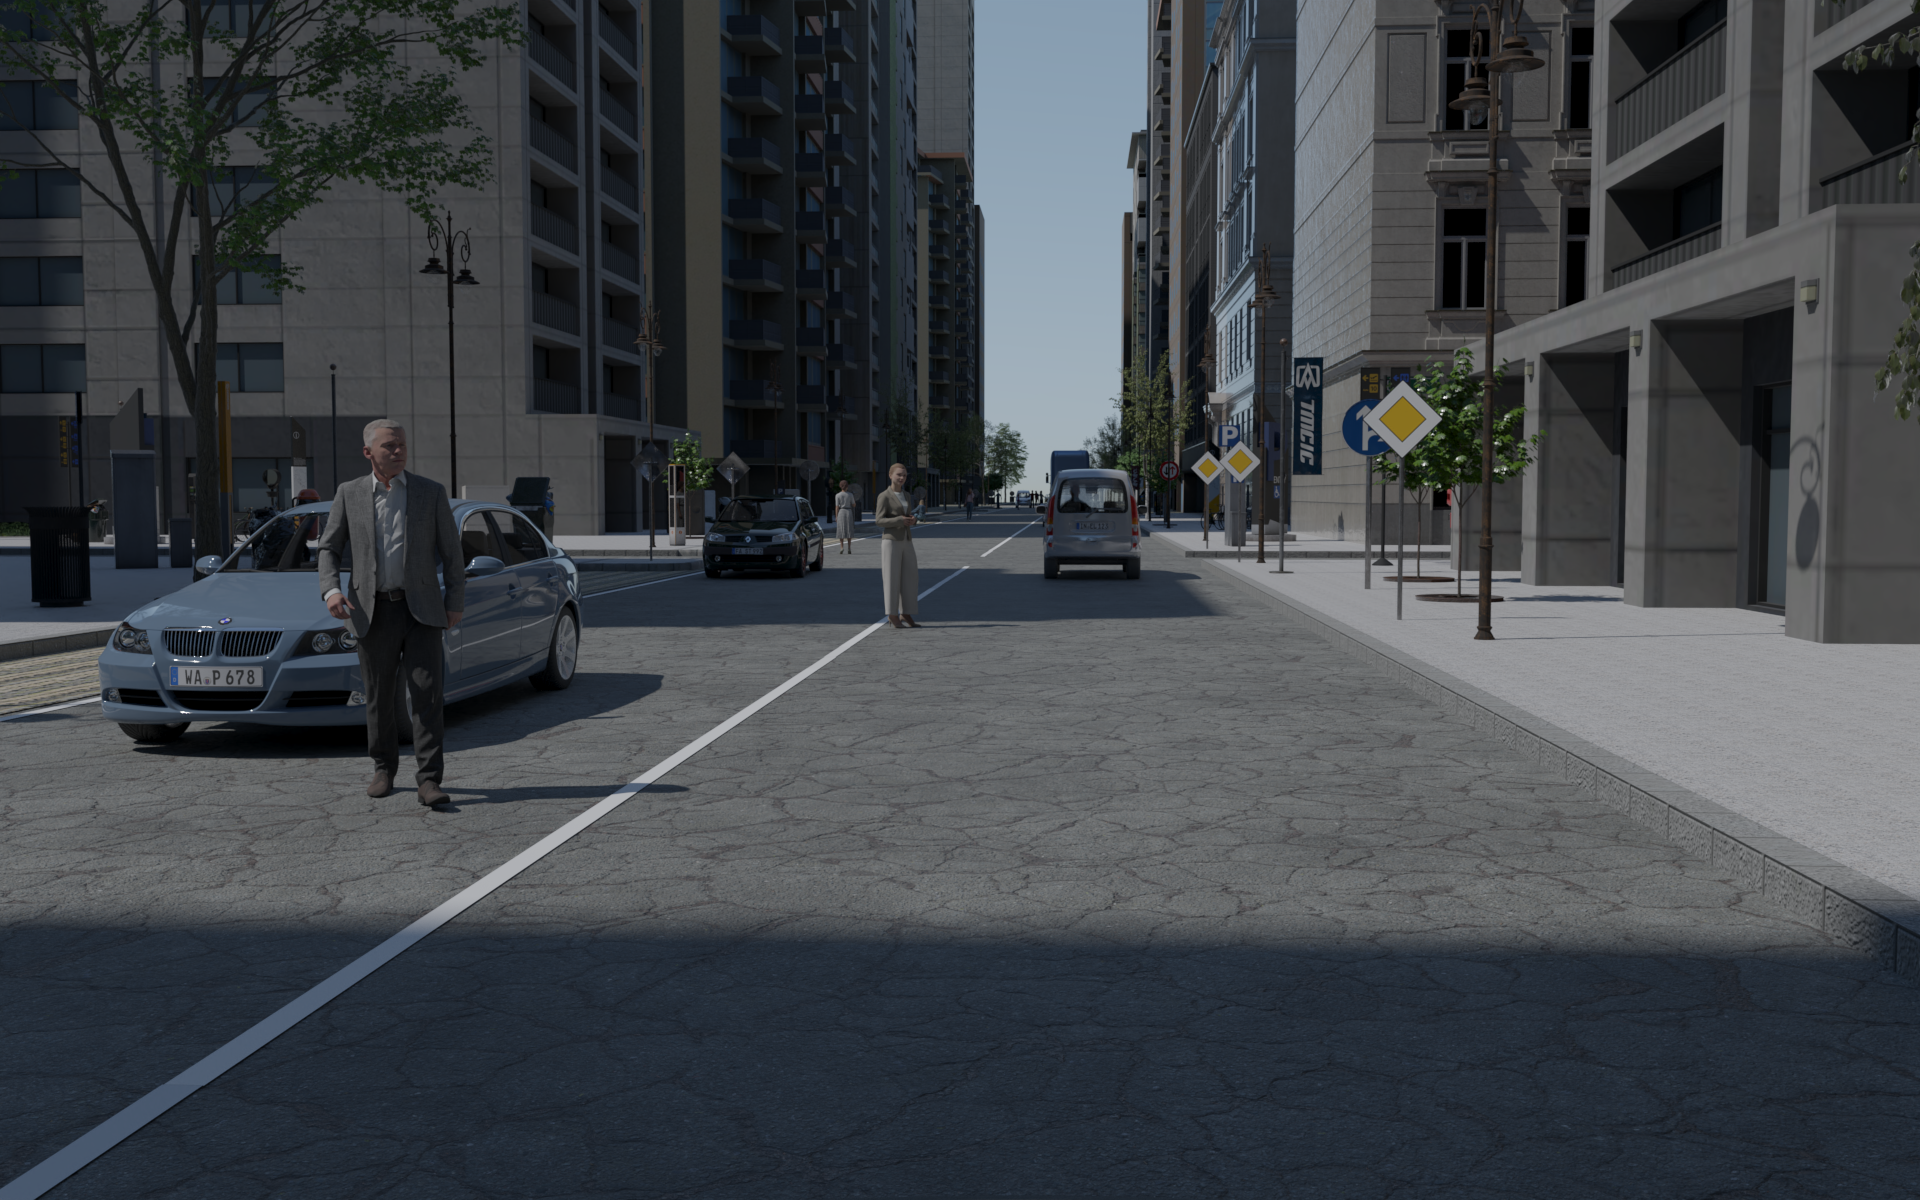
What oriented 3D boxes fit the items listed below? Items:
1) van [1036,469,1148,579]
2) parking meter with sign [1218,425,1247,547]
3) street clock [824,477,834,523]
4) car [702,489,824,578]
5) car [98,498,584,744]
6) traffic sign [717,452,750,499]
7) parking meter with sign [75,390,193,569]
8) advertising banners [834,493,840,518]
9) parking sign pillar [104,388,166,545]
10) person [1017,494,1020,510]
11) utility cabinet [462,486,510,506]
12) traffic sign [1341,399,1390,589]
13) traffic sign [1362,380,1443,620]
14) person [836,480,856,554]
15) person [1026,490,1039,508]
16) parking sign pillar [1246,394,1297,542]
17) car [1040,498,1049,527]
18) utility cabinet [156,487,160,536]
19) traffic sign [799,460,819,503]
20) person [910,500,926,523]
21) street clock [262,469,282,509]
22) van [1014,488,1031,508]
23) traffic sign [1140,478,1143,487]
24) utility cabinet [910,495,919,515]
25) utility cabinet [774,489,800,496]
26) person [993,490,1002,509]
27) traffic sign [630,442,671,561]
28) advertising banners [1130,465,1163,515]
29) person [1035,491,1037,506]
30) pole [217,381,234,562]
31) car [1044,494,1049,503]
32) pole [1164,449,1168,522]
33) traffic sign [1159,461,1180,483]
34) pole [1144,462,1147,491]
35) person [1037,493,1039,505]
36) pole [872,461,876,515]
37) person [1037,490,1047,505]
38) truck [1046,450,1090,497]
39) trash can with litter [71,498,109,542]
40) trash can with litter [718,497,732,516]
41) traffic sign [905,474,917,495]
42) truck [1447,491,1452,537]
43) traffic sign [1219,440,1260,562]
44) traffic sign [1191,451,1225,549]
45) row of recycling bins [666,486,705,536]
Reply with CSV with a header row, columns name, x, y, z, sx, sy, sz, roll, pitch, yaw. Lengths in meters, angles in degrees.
name,x,y,z,sx,sy,sz,roll,pitch,yaw
van,2.332,-1.446,30.655,2.013,2.044,4.112,0,4,4
parking meter with sign,6.807,-2.856,42.954,0.543,3.016,1.738,0,4,-1
street clock,-5.692,-4.340,75.536,0.358,2.002,0.471,2,4,27
car,-3.468,-1.294,30.938,2.009,1.686,4.222,0,4,2
car,-3.839,0.030,11.519,2.014,1.417,4.499,0,4,4
traffic sign,-5.393,-2.296,41.180,0.795,2.450,0.064,0,4,4
parking meter with sign,-14.204,-2.052,29.812,1.738,3.016,0.543,-2,4,-29
advertising banners,-6.518,-6.017,94.572,0.090,3.025,2.074,1,4,13
parking sign pillar,-21.257,-3.427,44.510,1.447,3.967,1.447,2,4,33
person,5.378,-8.926,157.663,0.599,1.433,0.991,0,4,-5
utility cabinet,-12.394,-2.240,45.301,1.173,1.500,0.318,-2,4,-34
traffic sign,5.499,-1.418,23.285,0.768,2.556,0.104,1,4,8
traffic sign,4.474,-1.002,17.571,0.795,2.450,0.064,1,4,9
person,-2.732,-1.972,41.313,0.480,1.755,0.524,-1,4,-10
person,7.278,-10.137,174.205,1.348,1.831,0.705,0,4,3
parking sign pillar,8.452,-3.589,47.154,1.447,3.967,1.447,3,4,38
car,4.585,-3.945,76.863,2.083,1.381,4.827,0,4,3
utility cabinet,-23.965,-2.551,50.386,1.173,1.500,0.318,-3,4,-36
traffic sign,-5.706,-4.004,65.576,0.768,2.556,0.104,0,4,5
person,-2.053,-4.393,85.820,1.012,1.151,0.738,-2,4,-26
street clock,-19.810,-2.773,49.906,0.471,2.002,0.358,0,4,8
van,6.541,-10.488,178.489,2.013,2.044,4.112,0,4,2
traffic sign,11.301,-6.580,109.705,0.606,2.300,0.079,1,4,13
utility cabinet,-2.886,-5.807,106.103,1.020,1.237,0.306,1,4,20
utility cabinet,-8.082,-4.412,80.807,1.173,1.500,0.318,-1,4,-20
person,3.618,-9.628,166.001,0.705,1.814,1.350,3,5,41
traffic sign,-5.929,-1.809,33.212,0.795,2.450,0.064,0,4,4
advertising banners,11.389,-6.673,105.293,2.074,3.025,0.090,1,4,10
person,9.284,-12.408,211.001,0.705,1.869,1.348,0,4,8
pole,-13.284,-2.293,31.338,0.158,3.312,0.155,0,3,0
car,14.118,-16.049,272.616,2.015,1.641,3.980,0,4,2
pole,9.349,-5.178,78.510,0.158,3.312,0.155,0,3,0
traffic sign,7.962,-4.021,65.855,0.768,2.556,0.104,1,4,11
pole,11.921,-7.198,111.536,0.158,3.312,0.155,0,3,0
person,10.081,-13.281,226.090,0.683,1.767,0.568,2,4,26
pole,-5.251,-6.842,105.712,0.158,3.312,0.155,0,3,0
person,6.811,-8.227,143.797,0.721,1.735,1.217,-3,5,-40
truck,6.514,-6.781,100.630,2.967,4.110,18.799,0,4,2
trash can with litter,-23.162,-2.116,45.980,1.055,1.170,0.624,1,4,15
trash can with litter,-8.859,-3.377,66.598,0.624,1.170,1.055,-3,4,-37
traffic sign,-3.028,-6.537,106.988,0.768,2.556,0.104,1,4,11
truck,15.587,-2.925,36.744,11.283,4.237,2.839,0,4,3
traffic sign,5.239,-1.762,32.444,0.795,2.450,0.064,0,4,4
traffic sign,5.774,-2.249,40.411,0.795,2.450,0.064,0,4,4
row of recycling bins,-8.723,-2.944,55.255,1.069,1.692,3.534,-1,4,-16
